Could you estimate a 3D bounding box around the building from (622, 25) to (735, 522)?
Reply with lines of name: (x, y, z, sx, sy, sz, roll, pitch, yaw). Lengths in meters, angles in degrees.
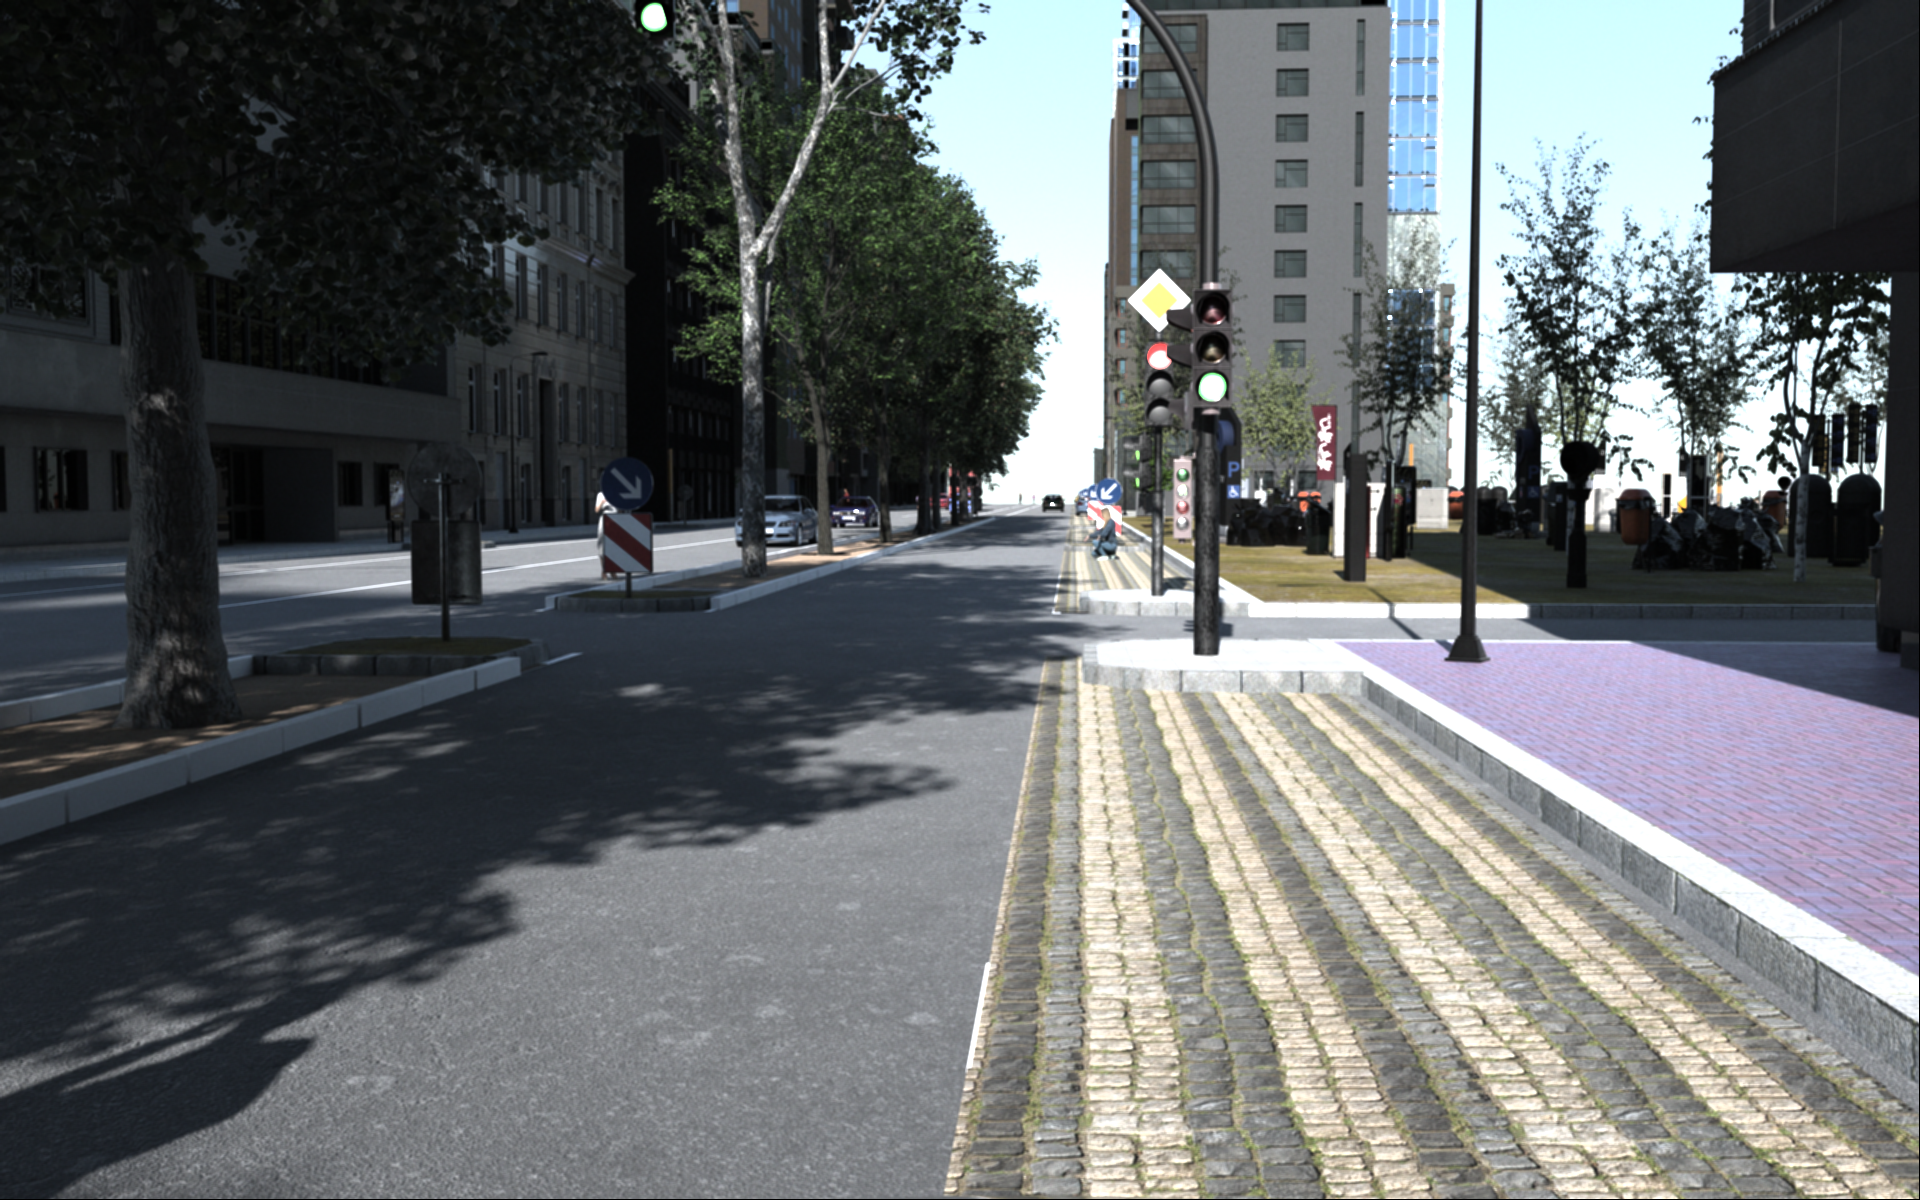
building: (-18.968, -15.718, 86.671, 12.332, 23.373, 15.834, 0, 4, 4)

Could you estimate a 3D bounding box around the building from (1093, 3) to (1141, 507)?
building: (29.858, -56.576, 237.695, 22.319, 86.520, 31.000, 0, 4, 4)

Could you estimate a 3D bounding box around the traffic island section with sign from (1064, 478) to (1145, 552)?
traffic island section with sign: (3.619, -2.136, 43.552, 1.989, 1.847, 2.006, 0, 4, 4)

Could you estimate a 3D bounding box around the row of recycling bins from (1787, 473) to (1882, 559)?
row of recycling bins: (18.459, -1.677, 34.530, 3.534, 1.692, 1.069, 2, 4, 30)

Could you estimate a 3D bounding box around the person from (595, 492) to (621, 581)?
person: (-5.798, -1.203, 28.737, 0.480, 1.755, 0.524, -2, 4, -35)

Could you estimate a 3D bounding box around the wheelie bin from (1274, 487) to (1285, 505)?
wheelie bin: (14.064, -4.226, 77.005, 0.693, 1.594, 0.980, 2, 4, 26)

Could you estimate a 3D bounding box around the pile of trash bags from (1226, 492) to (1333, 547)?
pile of trash bags: (8.382, -2.028, 42.906, 3.447, 1.369, 1.912, 0, 4, -1)

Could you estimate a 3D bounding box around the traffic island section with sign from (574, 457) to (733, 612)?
traffic island section with sign: (-4.046, -0.843, 21.927, 2.006, 1.907, 1.989, 0, 4, 4)

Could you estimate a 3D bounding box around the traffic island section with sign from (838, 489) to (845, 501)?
traffic island section with sign: (-8.299, -6.985, 122.830, 1.989, 1.847, 2.006, 0, 4, 4)

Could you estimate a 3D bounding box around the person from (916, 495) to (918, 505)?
person: (-3.201, -7.533, 134.893, 0.421, 1.427, 0.697, -1, 4, -9)

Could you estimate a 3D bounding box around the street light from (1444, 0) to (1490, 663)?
street light: (3.373, -2.488, 13.214, 1.470, 5.913, 1.316, 0, 4, 4)

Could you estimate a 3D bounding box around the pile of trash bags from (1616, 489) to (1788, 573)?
pile of trash bags: (12.229, -1.196, 29.301, 3.447, 1.369, 1.912, -3, 4, -38)

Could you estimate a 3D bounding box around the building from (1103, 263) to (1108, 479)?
building: (24.956, -27.199, 216.410, 14.160, 30.474, 14.107, 0, 4, 4)

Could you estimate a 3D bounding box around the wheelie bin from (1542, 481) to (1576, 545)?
wheelie bin: (15.028, -2.162, 43.259, 0.980, 1.594, 0.693, 2, 4, 34)

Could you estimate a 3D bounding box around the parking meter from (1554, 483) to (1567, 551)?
parking meter: (13.667, -1.885, 39.229, 0.372, 1.533, 0.369, 0, 3, 0)

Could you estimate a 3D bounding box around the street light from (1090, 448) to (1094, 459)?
street light: (13.922, -12.240, 172.662, 1.470, 5.913, 1.316, 0, 4, 4)

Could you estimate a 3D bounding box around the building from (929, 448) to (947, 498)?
building: (-9.327, -29.106, 247.581, 14.160, 30.474, 14.107, 0, 4, 4)

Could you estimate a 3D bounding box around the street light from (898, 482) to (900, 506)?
street light: (-5.867, -12.823, 182.196, 1.470, 5.913, 1.316, 0, 4, 4)

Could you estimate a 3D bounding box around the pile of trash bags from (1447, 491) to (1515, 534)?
pile of trash bags: (17.245, -2.886, 56.933, 3.447, 1.369, 1.912, -3, 4, -36)

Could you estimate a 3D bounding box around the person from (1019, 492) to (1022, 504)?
person: (8.552, -14.256, 242.108, 0.617, 1.759, 0.750, -2, 4, -34)

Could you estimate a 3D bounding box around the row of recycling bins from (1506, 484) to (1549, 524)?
row of recycling bins: (25.106, -4.132, 74.675, 1.069, 1.692, 3.534, -1, 4, -14)

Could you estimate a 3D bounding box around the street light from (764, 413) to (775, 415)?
street light: (-11.302, -7.749, 99.229, 1.470, 5.913, 1.316, 0, 4, 4)

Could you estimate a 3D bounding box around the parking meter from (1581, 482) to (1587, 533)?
parking meter: (19.354, -2.963, 54.153, 0.399, 1.863, 0.255, 3, 5, 42)

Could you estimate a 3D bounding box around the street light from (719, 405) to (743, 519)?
street light: (-11.895, -7.215, 90.509, 1.470, 5.913, 1.316, 0, 4, 4)

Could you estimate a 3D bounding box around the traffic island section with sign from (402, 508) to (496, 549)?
traffic island section with sign: (-13.390, -2.267, 45.699, 1.989, 1.847, 2.006, 0, 4, 4)

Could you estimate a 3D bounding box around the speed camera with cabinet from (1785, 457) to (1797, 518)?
speed camera with cabinet: (44.969, -5.988, 92.239, 2.038, 3.252, 0.660, 1, 4, 18)

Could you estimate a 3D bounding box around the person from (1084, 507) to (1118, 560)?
person: (3.062, -1.434, 37.439, 0.738, 1.151, 1.012, 0, 4, 2)

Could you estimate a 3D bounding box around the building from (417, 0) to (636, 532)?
building: (-21.387, -16.424, 65.793, 12.463, 27.353, 25.104, 0, 4, 4)

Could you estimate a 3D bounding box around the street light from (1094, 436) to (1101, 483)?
street light: (11.647, -10.148, 138.458, 1.470, 5.913, 1.316, 0, 4, 4)

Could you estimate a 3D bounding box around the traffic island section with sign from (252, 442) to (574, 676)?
traffic island section with sign: (-4.544, -0.391, 14.537, 2.006, 1.907, 1.989, 0, 4, 4)

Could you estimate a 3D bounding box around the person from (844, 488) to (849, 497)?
person: (-7.346, -6.295, 111.362, 0.705, 1.831, 1.348, -2, 4, -24)

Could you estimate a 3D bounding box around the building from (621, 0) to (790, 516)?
building: (-18.544, -20.408, 105.369, 14.160, 30.474, 14.107, 0, 4, 4)

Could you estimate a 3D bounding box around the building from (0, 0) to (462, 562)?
building: (-22.941, -13.363, 37.544, 14.314, 24.678, 30.058, 0, 4, 4)

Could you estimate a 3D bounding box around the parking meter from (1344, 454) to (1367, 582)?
parking meter: (5.818, -1.209, 25.473, 0.255, 1.863, 0.399, 0, 4, 0)

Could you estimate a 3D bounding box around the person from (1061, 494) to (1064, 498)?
person: (13.923, -13.830, 237.805, 0.799, 1.438, 0.628, 0, 4, -1)

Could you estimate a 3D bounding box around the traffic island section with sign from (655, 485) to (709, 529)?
traffic island section with sign: (-11.608, -3.921, 72.738, 1.989, 1.847, 2.006, 0, 4, 4)

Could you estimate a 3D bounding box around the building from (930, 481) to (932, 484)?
building: (-14.659, -34.937, 225.843, 22.147, 44.769, 28.867, 0, 4, 4)

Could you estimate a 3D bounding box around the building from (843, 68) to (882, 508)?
building: (-14.947, -29.265, 162.069, 14.154, 41.232, 14.086, 0, 4, 4)

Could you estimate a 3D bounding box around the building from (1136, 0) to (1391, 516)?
building: (17.707, -20.370, 104.747, 14.160, 30.474, 14.107, 0, 4, 4)

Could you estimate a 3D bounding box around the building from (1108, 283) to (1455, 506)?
building: (27.649, -19.106, 157.415, 27.650, 21.520, 28.899, 0, 4, 4)

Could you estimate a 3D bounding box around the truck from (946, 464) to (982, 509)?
truck: (0.459, -9.608, 146.000, 2.839, 4.237, 11.283, 0, 4, 3)

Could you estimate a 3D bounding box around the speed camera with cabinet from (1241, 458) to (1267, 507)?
speed camera with cabinet: (16.398, -6.225, 96.114, 2.038, 3.252, 0.660, 1, 4, 23)

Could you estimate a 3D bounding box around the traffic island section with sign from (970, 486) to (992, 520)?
traffic island section with sign: (0.898, -5.429, 96.904, 2.006, 1.907, 1.989, 0, 4, 4)

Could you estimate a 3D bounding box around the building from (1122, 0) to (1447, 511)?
building: (22.991, -49.699, 125.249, 22.319, 86.520, 31.000, 0, 4, 4)

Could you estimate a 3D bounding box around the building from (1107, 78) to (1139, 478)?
building: (23.660, -32.872, 187.560, 14.600, 45.320, 14.200, 0, 4, 4)

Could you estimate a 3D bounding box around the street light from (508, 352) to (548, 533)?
street light: (-14.125, -5.146, 56.674, 1.470, 5.913, 1.316, 0, 4, 4)

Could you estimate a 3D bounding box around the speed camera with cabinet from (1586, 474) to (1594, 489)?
speed camera with cabinet: (34.567, -6.064, 93.486, 0.660, 3.252, 2.038, -1, 4, -12)

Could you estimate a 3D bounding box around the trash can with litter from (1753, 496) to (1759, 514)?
trash can with litter: (40.864, -4.776, 89.473, 0.624, 1.170, 1.055, -3, 4, -39)

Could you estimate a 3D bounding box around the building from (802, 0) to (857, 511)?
building: (-20.248, -29.737, 140.828, 22.147, 44.769, 28.867, 0, 4, 4)

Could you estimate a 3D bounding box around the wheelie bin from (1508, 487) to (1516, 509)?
wheelie bin: (19.429, -3.185, 59.976, 0.693, 1.594, 0.980, -1, 4, -16)

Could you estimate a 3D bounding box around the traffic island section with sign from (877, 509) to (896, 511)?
traffic island section with sign: (-6.529, -8.630, 149.727, 1.989, 1.847, 2.006, 0, 4, 4)

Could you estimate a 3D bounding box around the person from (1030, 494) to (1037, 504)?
person: (10.287, -14.046, 241.374, 0.991, 1.433, 0.599, 0, 4, 4)

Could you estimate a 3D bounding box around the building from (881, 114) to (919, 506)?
building: (-16.459, -33.155, 196.708, 22.147, 44.769, 28.867, 0, 4, 4)

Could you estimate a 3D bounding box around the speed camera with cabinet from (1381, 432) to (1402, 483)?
speed camera with cabinet: (13.923, -3.744, 55.554, 0.660, 3.252, 2.038, 1, 4, 20)

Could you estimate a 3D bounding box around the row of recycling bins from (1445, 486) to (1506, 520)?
row of recycling bins: (26.148, -4.942, 87.907, 3.534, 1.692, 1.069, -1, 4, -12)

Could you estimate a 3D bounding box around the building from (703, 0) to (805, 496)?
building: (-18.725, -28.683, 119.086, 14.600, 45.320, 14.200, 0, 4, 4)

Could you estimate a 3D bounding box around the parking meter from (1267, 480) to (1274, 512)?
parking meter: (13.152, -4.139, 73.379, 0.255, 1.863, 0.399, 1, 4, 18)

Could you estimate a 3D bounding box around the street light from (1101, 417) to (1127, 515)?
street light: (9.378, -8.046, 104.098, 1.470, 5.913, 1.316, 0, 4, 4)
